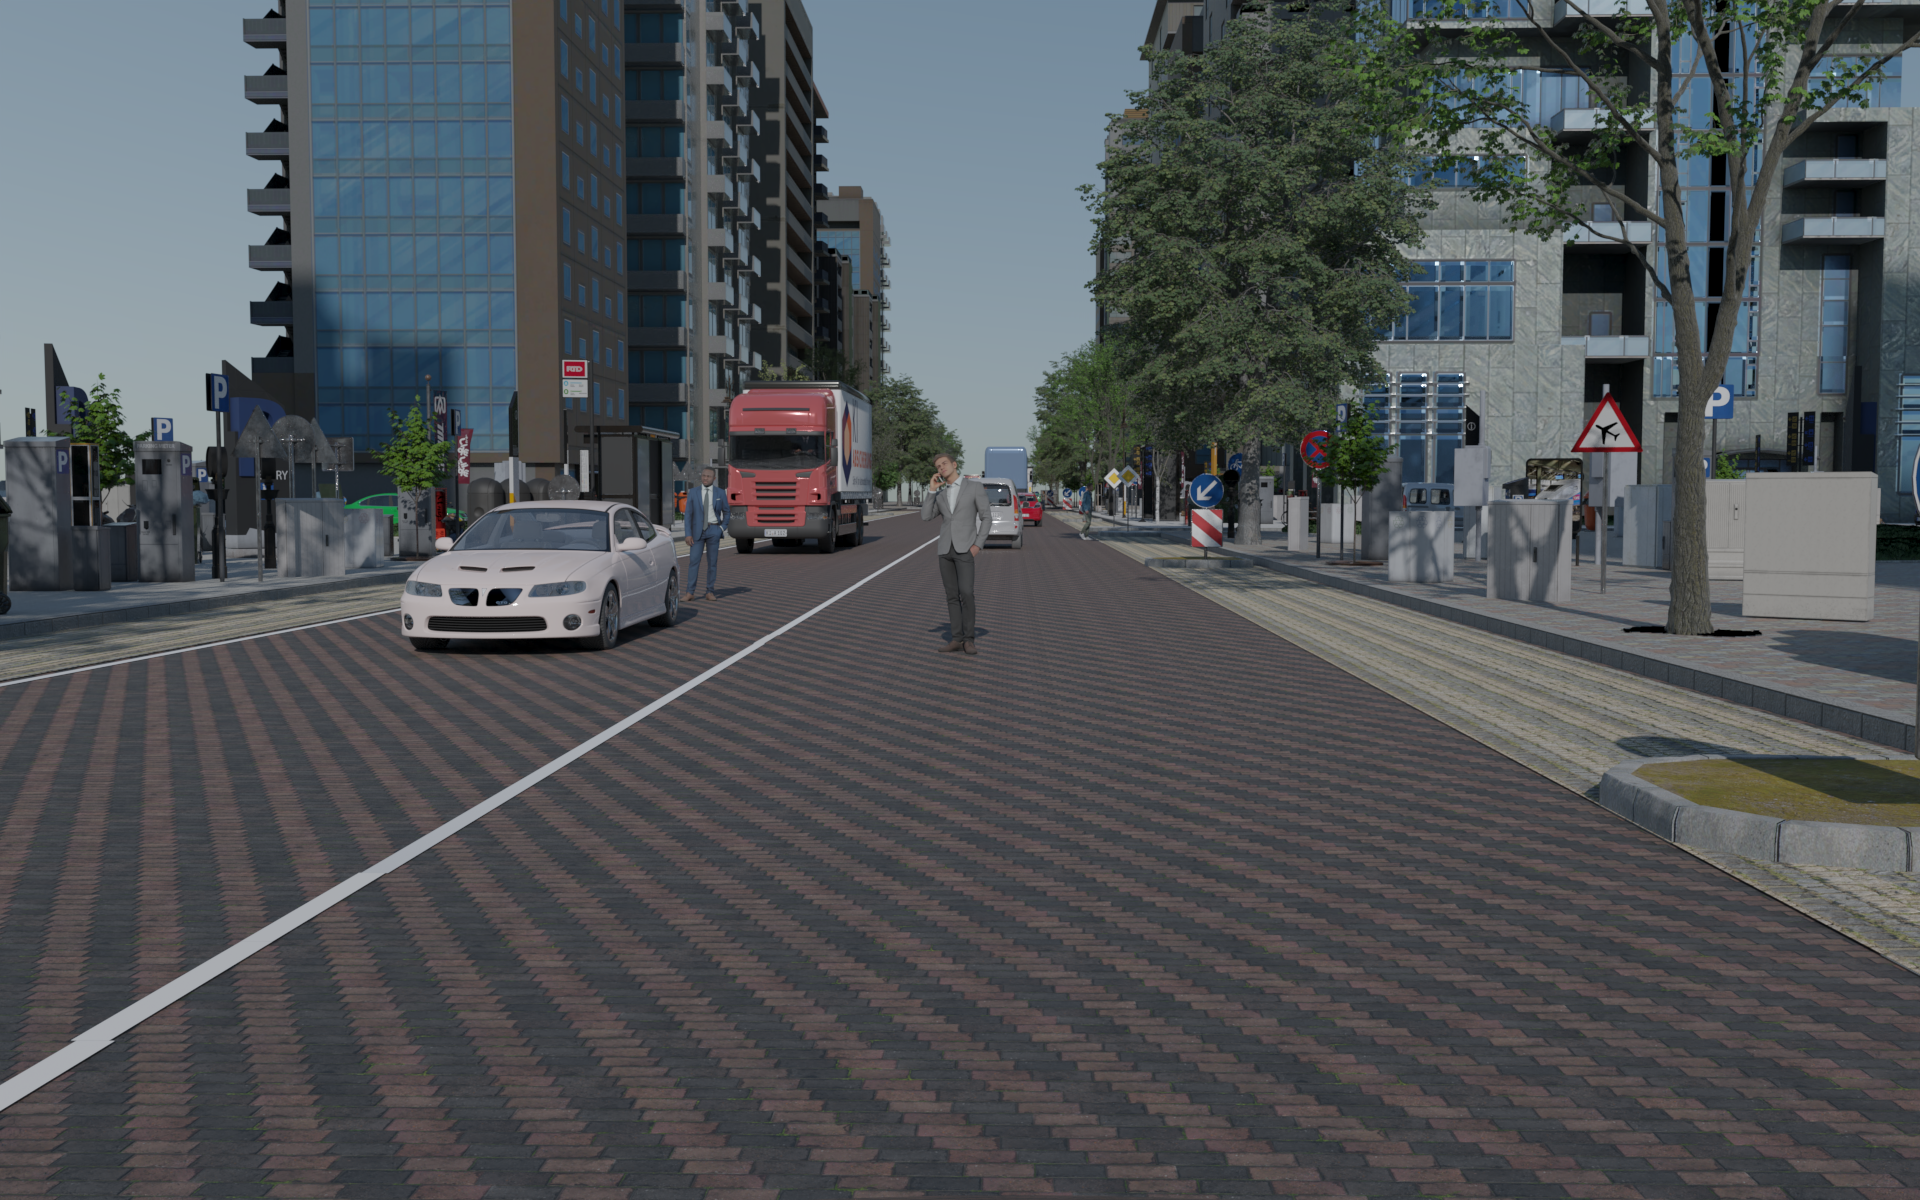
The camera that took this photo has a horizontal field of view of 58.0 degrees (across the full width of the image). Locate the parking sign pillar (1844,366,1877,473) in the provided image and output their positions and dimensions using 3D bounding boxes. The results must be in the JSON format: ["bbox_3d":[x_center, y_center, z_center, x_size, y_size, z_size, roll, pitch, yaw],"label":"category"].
[{"bbox_3d":[19.200,-2.969,37.008,1.447,3.967,1.447,1,4,21],"label":"parking sign pillar"}]

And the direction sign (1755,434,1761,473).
[{"bbox_3d":[30.423,-4.533,66.118,0.379,3.537,0.876,1,4,15],"label":"direction sign"}]

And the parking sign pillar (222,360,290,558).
[{"bbox_3d":[-14.283,-2.864,35.295,1.447,3.967,1.447,3,4,36],"label":"parking sign pillar"}]

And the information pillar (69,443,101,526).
[{"bbox_3d":[-12.710,-1.266,25.184,0.304,2.012,0.304,0,4,-4],"label":"information pillar"}]

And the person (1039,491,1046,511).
[{"bbox_3d":[7.105,-8.518,148.493,0.721,1.735,1.217,-2,4,-24],"label":"person"}]

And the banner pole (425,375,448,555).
[{"bbox_3d":[-11.071,-2.851,36.638,0.401,3.779,0.863,1,4,20],"label":"banner pole"}]

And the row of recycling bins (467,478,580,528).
[{"bbox_3d":[-11.121,-2.279,44.380,1.069,1.692,3.534,2,4,30],"label":"row of recycling bins"}]

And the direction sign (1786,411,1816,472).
[{"bbox_3d":[23.140,-3.409,47.729,0.379,3.537,0.876,-2,4,-24],"label":"direction sign"}]

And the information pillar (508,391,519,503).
[{"bbox_3d":[-10.066,-2.921,39.119,0.183,3.616,0.504,0,4,2],"label":"information pillar"}]

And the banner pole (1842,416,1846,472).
[{"bbox_3d":[28.417,-3.994,55.314,0.401,3.779,0.863,-2,4,-27],"label":"banner pole"}]

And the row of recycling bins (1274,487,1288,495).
[{"bbox_3d":[19.022,-6.018,105.501,3.534,1.692,1.069,-1,4,-21],"label":"row of recycling bins"}]

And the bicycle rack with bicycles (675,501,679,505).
[{"bbox_3d":[-14.099,-4.658,89.537,2.852,0.926,2.925,-1,4,-16],"label":"bicycle rack with bicycles"}]

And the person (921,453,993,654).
[{"bbox_3d":[-0.028,-0.427,15.664,0.592,1.802,0.473,3,5,43],"label":"person"}]

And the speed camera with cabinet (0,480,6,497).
[{"bbox_3d":[-64.129,-7.499,116.937,0.660,3.252,2.038,0,4,3],"label":"speed camera with cabinet"}]

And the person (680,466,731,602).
[{"bbox_3d":[-3.436,-0.893,23.278,0.721,1.800,0.419,-1,4,-16],"label":"person"}]

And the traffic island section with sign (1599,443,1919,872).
[{"bbox_3d":[3.919,0.072,7.453,1.989,1.847,2.006,0,4,2],"label":"traffic island section with sign"}]

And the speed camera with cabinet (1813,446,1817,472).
[{"bbox_3d":[35.230,-4.651,70.376,0.660,3.252,2.038,0,4,3],"label":"speed camera with cabinet"}]

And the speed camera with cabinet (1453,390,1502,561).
[{"bbox_3d":[10.115,-2.415,33.825,0.660,3.252,2.038,2,4,27],"label":"speed camera with cabinet"}]

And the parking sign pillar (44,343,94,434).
[{"bbox_3d":[-16.296,-2.644,31.700,1.447,3.967,1.447,-1,4,-13],"label":"parking sign pillar"}]

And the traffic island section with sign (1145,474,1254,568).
[{"bbox_3d":[4.703,-1.576,34.397,1.989,1.847,2.006,0,4,2],"label":"traffic island section with sign"}]

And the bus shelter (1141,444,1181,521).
[{"bbox_3d":[9.648,-5.687,84.262,1.731,3.624,6.357,0,4,2],"label":"bus shelter"}]

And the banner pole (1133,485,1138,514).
[{"bbox_3d":[11.500,-7.600,114.281,0.401,3.779,0.863,-1,4,-11],"label":"banner pole"}]

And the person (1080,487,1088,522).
[{"bbox_3d":[6.354,-4.812,87.269,0.391,1.810,0.635,2,4,34],"label":"person"}]

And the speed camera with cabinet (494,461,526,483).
[{"bbox_3d":[-12.093,-3.336,48.877,0.660,3.252,2.038,3,5,44],"label":"speed camera with cabinet"}]

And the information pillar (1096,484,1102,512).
[{"bbox_3d":[9.732,-7.160,121.561,0.304,2.012,0.304,-2,4,-27],"label":"information pillar"}]

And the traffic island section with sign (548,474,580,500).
[{"bbox_3d":[-7.932,-1.571,34.322,1.989,1.847,2.006,0,4,2],"label":"traffic island section with sign"}]

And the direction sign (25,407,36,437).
[{"bbox_3d":[-24.452,-3.282,45.656,0.379,3.537,0.876,-1,4,-14],"label":"direction sign"}]

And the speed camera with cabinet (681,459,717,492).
[{"bbox_3d":[-14.606,-6.272,96.888,2.038,3.252,0.660,1,4,21],"label":"speed camera with cabinet"}]

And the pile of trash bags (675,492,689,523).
[{"bbox_3d":[-13.454,-4.069,76.277,3.447,1.369,1.912,-2,4,-31],"label":"pile of trash bags"}]

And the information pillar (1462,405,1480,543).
[{"bbox_3d":[13.502,-3.314,45.547,0.504,3.616,0.183,0,4,3],"label":"information pillar"}]

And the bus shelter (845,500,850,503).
[{"bbox_3d":[-8.514,-8.054,125.599,2.014,3.302,5.546,0,4,2],"label":"bus shelter"}]

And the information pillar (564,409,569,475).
[{"bbox_3d":[-10.956,-3.478,48.224,0.183,3.616,0.504,-1,4,-9],"label":"information pillar"}]

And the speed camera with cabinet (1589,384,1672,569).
[{"bbox_3d":[11.981,-2.223,30.676,0.660,3.252,2.038,-1,4,-13],"label":"speed camera with cabinet"}]

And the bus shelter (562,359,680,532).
[{"bbox_3d":[-10.687,-4.689,54.299,2.179,5.291,8.768,0,4,2],"label":"bus shelter"}]

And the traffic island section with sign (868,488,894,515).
[{"bbox_3d":[-5.510,-6.639,117.175,1.989,1.847,2.006,0,4,2],"label":"traffic island section with sign"}]

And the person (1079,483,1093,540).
[{"bbox_3d":[3.953,-2.759,53.951,0.444,1.785,0.601,2,4,34],"label":"person"}]

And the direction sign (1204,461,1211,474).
[{"bbox_3d":[16.948,-7.744,118.606,0.379,3.537,0.876,3,5,40],"label":"direction sign"}]

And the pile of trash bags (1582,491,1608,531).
[{"bbox_3d":[15.852,-1.807,39.289,3.447,1.369,1.912,0,4,1],"label":"pile of trash bags"}]

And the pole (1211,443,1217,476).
[{"bbox_3d":[9.897,-4.507,67.529,0.158,3.312,0.155,0,3,0],"label":"pole"}]

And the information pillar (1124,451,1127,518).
[{"bbox_3d":[9.032,-6.332,94.874,0.183,3.616,0.504,0,4,1],"label":"information pillar"}]

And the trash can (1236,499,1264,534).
[{"bbox_3d":[7.913,-2.182,47.328,0.748,1.137,0.748,0,3,0],"label":"trash can"}]

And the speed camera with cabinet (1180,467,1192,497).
[{"bbox_3d":[15.661,-7.952,124.347,2.038,3.252,0.660,-2,4,-31],"label":"speed camera with cabinet"}]

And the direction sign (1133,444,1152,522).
[{"bbox_3d":[8.338,-5.327,79.094,0.876,3.537,0.379,1,4,10],"label":"direction sign"}]

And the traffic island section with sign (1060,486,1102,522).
[{"bbox_3d":[6.292,-4.928,89.204,1.989,1.847,2.006,0,4,2],"label":"traffic island section with sign"}]

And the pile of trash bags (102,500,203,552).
[{"bbox_3d":[-17.878,-1.649,36.712,1.912,1.369,3.447,1,4,16],"label":"pile of trash bags"}]
